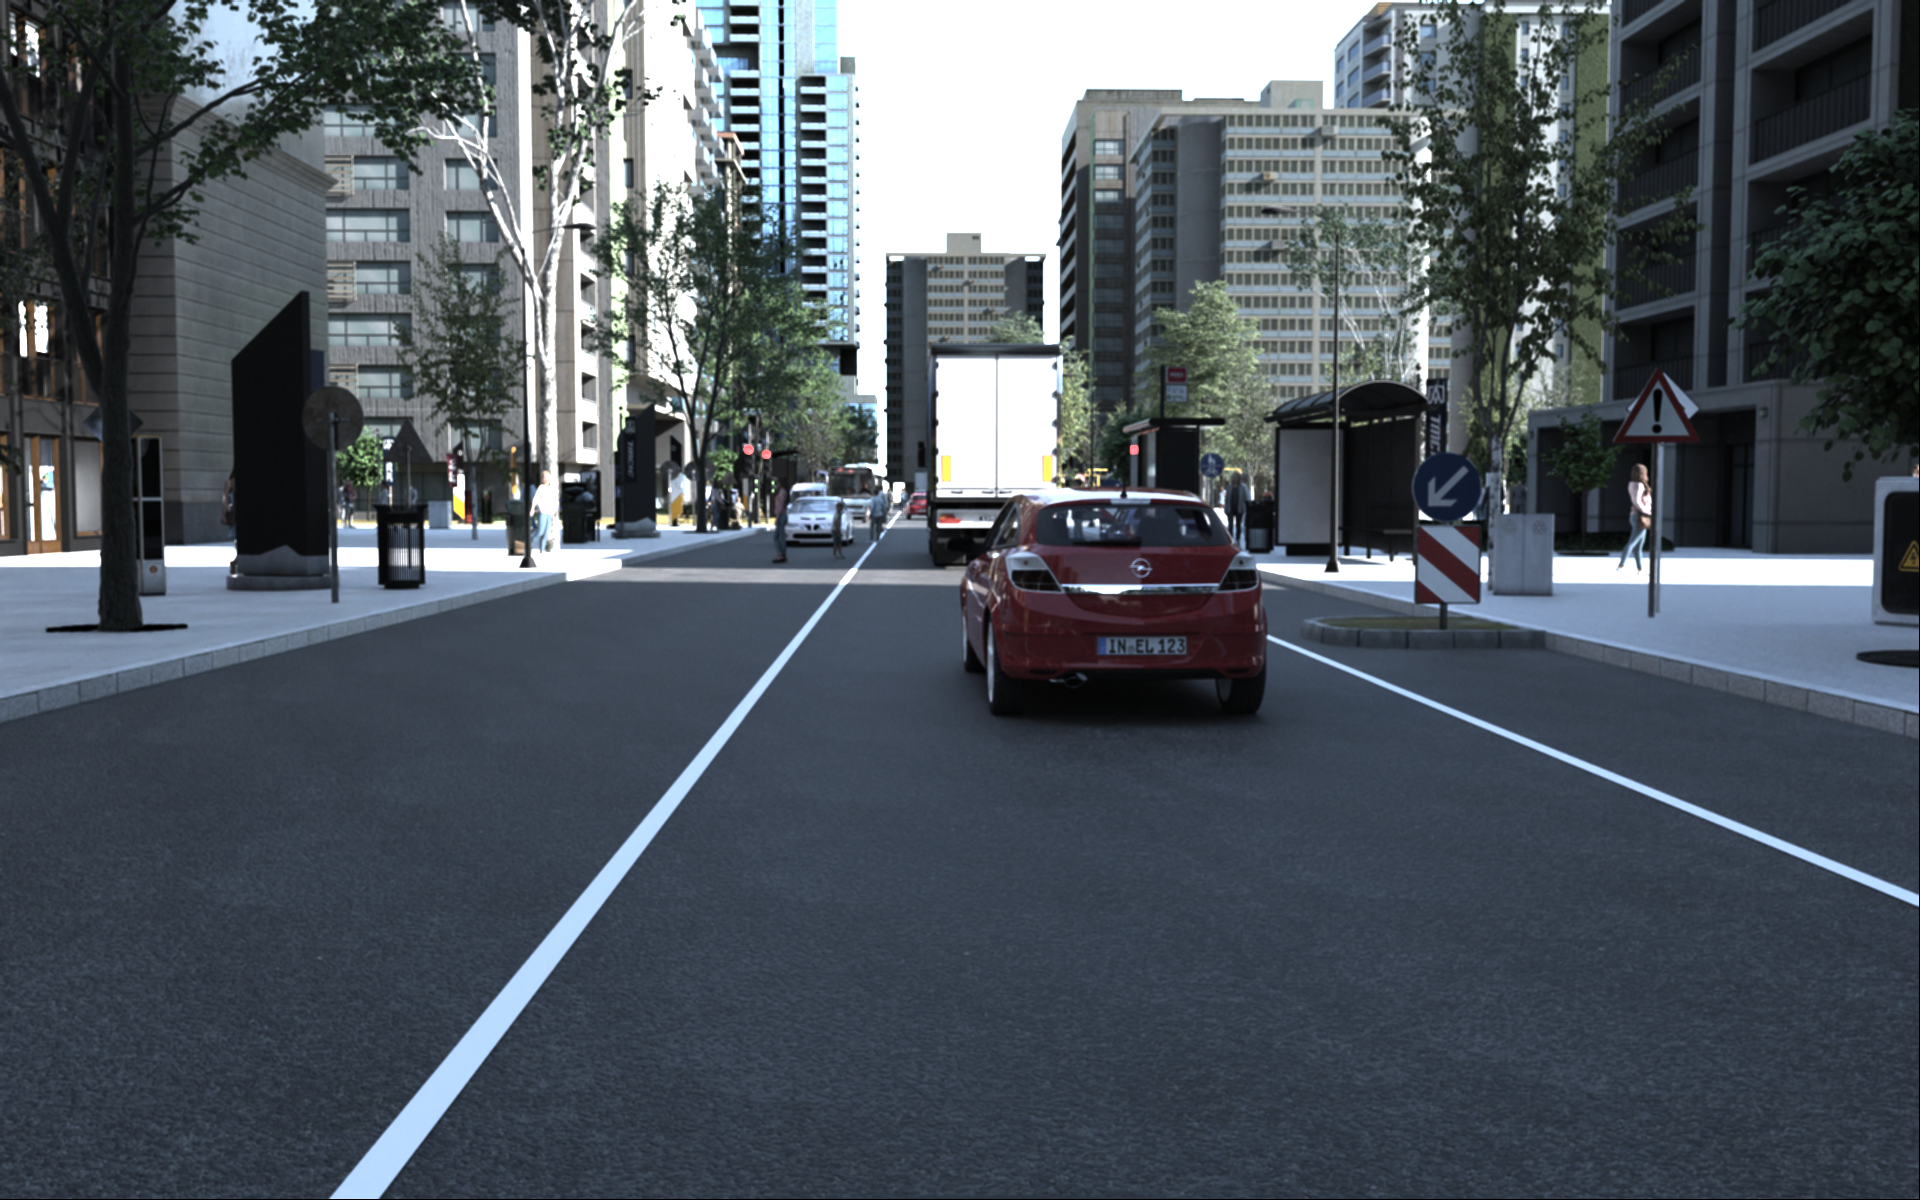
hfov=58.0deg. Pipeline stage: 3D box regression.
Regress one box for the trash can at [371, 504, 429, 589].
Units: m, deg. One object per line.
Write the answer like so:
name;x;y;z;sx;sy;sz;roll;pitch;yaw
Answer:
trash can;-7.581;-0.724;23.494;0.748;1.137;0.748;0;3;0

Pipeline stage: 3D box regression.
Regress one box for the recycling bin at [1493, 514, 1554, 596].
recycling bin;7.206;-0.586;22.139;0.722;1.027;0.722;1;4;19

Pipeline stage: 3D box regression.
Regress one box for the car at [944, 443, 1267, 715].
car;0.986;-0.226;12.742;2.155;1.783;4.494;0;4;-3

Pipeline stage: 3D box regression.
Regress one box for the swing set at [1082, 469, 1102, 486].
swing set;9.227;-6.892;110.312;3.119;2.851;2.862;-3;5;-41

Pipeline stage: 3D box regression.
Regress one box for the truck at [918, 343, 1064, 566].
truck;0.520;-2.993;37.854;2.839;4.237;11.283;0;4;-2

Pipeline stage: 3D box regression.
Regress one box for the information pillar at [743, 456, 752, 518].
information pillar;-11.164;-6.097;91.040;0.504;3.616;0.183;1;4;10

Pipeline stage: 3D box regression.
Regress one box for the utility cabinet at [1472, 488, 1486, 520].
utility cabinet;19.626;-3.476;65.511;0.318;1.500;1.173;0;4;6

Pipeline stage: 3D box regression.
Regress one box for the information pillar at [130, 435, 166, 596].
information pillar;-10.247;-1.061;21.839;0.304;2.012;0.304;3;5;44

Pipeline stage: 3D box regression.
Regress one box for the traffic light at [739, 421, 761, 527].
traffic light;-8.072;-4.749;66.569;0.839;4.253;0.868;0;4;-2

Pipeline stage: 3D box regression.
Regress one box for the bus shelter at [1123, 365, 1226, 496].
bus shelter;6.134;-4.535;51.780;2.179;5.291;8.768;0;4;-2

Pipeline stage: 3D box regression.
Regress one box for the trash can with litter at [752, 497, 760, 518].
trash can with litter;-10.419;-4.619;86.904;0.624;1.170;1.055;-2;4;-26

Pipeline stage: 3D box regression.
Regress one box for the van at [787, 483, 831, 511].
van;-5.677;-3.549;65.036;2.013;2.044;4.112;0;4;0

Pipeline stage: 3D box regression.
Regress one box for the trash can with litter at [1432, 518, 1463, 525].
trash can with litter;9.479;-1.408;34.401;0.624;1.170;1.055;-2;4;-27

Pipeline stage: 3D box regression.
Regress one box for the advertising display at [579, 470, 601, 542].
advertising display;-10.043;-2.560;47.064;0.123;1.923;0.974;-3;5;-40

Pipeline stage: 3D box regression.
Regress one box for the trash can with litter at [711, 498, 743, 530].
trash can with litter;-8.261;-3.059;61.401;0.624;1.170;1.055;3;5;44

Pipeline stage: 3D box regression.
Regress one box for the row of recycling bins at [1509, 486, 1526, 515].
row of recycling bins;26.000;-4.245;76.518;3.534;1.692;1.069;3;4;37

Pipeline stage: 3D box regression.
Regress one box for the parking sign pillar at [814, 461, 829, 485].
parking sign pillar;-11.437;-9.482;143.497;1.447;3.967;1.447;-2;4;-35

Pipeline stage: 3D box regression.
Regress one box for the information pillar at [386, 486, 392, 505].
information pillar;-25.629;-4.470;77.580;0.304;2.012;0.304;-1;4;-10

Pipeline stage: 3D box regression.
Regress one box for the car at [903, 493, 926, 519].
car;-2.183;-5.531;99.474;2.155;1.783;4.494;0;4;-3

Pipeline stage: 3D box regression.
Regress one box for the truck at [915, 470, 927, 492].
truck;-4.192;-13.579;210.937;2.839;4.237;11.283;0;4;-1

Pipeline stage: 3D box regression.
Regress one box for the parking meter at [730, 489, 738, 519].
parking meter;-12.836;-5.436;97.286;0.372;1.533;0.369;0;3;0

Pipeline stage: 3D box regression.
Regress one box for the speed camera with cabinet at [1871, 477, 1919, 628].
speed camera with cabinet;9.632;-1.335;16.162;0.660;3.252;2.038;-2;4;-25

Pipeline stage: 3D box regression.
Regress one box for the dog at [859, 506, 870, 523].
dog;-4.823;-4.283;86.857;0.800;0.831;0.513;-1;4;-23

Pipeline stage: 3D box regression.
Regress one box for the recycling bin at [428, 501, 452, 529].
recycling bin;-19.167;-3.140;63.886;0.722;1.027;0.722;0;4;-5

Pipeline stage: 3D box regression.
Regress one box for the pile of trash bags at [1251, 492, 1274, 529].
pile of trash bags;11.718;-3.420;65.673;1.912;1.369;3.447;0;4;6

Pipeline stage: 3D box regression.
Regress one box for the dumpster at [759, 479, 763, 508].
dumpster;-13.089;-6.869;114.800;1.502;2.255;1.985;0;4;-1

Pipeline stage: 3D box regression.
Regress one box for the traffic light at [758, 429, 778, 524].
traffic light;-8.283;-5.237;74.552;0.839;4.253;0.868;0;4;-2

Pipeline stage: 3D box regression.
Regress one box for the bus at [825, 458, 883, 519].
bus;-6.147;-6.633;103.316;2.948;3.499;13.247;0;3;0

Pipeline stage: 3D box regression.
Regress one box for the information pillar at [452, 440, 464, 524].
information pillar;-21.717;-5.119;75.049;0.504;3.616;0.183;-3;5;-43

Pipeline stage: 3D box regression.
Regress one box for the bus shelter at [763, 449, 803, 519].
bus shelter;-9.503;-6.244;93.377;1.731;3.624;6.357;0;4;-1

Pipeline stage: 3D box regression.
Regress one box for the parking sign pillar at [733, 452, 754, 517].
parking sign pillar;-12.363;-6.766;99.104;1.447;3.967;1.447;3;4;37

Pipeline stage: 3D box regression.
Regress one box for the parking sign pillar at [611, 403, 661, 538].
parking sign pillar;-9.550;-3.819;50.915;1.447;3.967;1.447;2;4;35

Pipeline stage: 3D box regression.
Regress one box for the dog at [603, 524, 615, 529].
dog;-12.706;-2.795;63.433;0.550;0.427;0.748;-3;5;-45

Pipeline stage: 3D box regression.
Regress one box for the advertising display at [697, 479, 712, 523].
advertising display;-11.181;-4.318;75.809;0.123;1.923;0.974;2;4;28

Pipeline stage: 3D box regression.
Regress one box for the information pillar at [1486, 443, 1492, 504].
information pillar;20.636;-4.631;67.077;0.504;3.616;0.183;0;4;-3

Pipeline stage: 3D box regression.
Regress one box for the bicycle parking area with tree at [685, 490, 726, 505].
bicycle parking area with tree;-21.650;-9.553;143.197;8.231;4.147;9.016;3;5;42

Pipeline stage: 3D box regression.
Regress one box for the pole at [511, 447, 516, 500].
pole;-19.551;-5.017;75.868;0.158;3.312;0.155;0;3;0

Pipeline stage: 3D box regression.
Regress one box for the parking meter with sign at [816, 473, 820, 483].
parking meter with sign;-12.324;-8.891;141.636;1.738;3.016;0.543;-2;4;-31

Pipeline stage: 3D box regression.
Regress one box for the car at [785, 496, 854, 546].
car;-4.004;-2.243;49.032;2.083;1.381;4.827;0;4;-1

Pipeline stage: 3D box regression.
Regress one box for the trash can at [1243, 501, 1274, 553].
trash can;6.507;-1.586;37.584;0.748;1.137;0.748;0;3;0

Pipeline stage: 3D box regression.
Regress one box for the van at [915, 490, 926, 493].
van;-4.502;-11.691;198.166;2.013;2.044;4.112;0;4;-1

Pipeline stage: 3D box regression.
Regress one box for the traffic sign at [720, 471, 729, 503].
traffic sign;-12.352;-5.655;92.469;0.884;2.594;0.081;0;4;-1

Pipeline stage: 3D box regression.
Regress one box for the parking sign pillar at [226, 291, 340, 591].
parking sign pillar;-9.219;-2.142;23.490;1.447;3.967;1.447;2;4;24

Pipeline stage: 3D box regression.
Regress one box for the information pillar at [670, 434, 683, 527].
information pillar;-11.035;-4.649;67.367;0.504;3.616;0.183;1;4;19

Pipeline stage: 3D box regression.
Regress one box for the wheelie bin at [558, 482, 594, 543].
wheelie bin;-10.019;-2.276;45.118;0.980;1.594;0.693;0;4;-8

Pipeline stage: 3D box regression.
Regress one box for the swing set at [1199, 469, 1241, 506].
swing set;15.990;-6.653;106.401;3.119;2.851;2.862;-1;4;-19

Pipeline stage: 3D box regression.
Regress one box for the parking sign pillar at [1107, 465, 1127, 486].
parking sign pillar;7.264;-5.441;77.435;1.447;3.967;1.447;2;4;28

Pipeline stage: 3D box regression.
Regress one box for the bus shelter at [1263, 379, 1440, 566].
bus shelter;7.381;-2.412;33.363;2.014;3.302;5.546;0;4;-2

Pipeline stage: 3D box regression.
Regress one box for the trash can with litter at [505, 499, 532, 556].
trash can with litter;-9.096;-1.507;36.027;0.624;1.170;1.055;-2;4;-26

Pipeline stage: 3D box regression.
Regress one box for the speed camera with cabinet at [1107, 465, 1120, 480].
speed camera with cabinet;5.978;-4.917;74.731;2.038;3.252;0.660;0;4;7

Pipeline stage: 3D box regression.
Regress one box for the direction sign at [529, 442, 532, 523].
direction sign;-18.929;-5.129;75.850;0.379;3.537;0.876;-2;4;-31

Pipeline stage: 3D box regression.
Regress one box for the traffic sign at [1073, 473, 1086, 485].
traffic sign;7.238;-6.425;105.161;0.768;2.556;0.104;0;4;1

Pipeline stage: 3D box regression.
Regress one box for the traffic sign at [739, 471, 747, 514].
traffic sign;-11.378;-5.638;92.283;0.768;2.556;0.104;0;4;2
